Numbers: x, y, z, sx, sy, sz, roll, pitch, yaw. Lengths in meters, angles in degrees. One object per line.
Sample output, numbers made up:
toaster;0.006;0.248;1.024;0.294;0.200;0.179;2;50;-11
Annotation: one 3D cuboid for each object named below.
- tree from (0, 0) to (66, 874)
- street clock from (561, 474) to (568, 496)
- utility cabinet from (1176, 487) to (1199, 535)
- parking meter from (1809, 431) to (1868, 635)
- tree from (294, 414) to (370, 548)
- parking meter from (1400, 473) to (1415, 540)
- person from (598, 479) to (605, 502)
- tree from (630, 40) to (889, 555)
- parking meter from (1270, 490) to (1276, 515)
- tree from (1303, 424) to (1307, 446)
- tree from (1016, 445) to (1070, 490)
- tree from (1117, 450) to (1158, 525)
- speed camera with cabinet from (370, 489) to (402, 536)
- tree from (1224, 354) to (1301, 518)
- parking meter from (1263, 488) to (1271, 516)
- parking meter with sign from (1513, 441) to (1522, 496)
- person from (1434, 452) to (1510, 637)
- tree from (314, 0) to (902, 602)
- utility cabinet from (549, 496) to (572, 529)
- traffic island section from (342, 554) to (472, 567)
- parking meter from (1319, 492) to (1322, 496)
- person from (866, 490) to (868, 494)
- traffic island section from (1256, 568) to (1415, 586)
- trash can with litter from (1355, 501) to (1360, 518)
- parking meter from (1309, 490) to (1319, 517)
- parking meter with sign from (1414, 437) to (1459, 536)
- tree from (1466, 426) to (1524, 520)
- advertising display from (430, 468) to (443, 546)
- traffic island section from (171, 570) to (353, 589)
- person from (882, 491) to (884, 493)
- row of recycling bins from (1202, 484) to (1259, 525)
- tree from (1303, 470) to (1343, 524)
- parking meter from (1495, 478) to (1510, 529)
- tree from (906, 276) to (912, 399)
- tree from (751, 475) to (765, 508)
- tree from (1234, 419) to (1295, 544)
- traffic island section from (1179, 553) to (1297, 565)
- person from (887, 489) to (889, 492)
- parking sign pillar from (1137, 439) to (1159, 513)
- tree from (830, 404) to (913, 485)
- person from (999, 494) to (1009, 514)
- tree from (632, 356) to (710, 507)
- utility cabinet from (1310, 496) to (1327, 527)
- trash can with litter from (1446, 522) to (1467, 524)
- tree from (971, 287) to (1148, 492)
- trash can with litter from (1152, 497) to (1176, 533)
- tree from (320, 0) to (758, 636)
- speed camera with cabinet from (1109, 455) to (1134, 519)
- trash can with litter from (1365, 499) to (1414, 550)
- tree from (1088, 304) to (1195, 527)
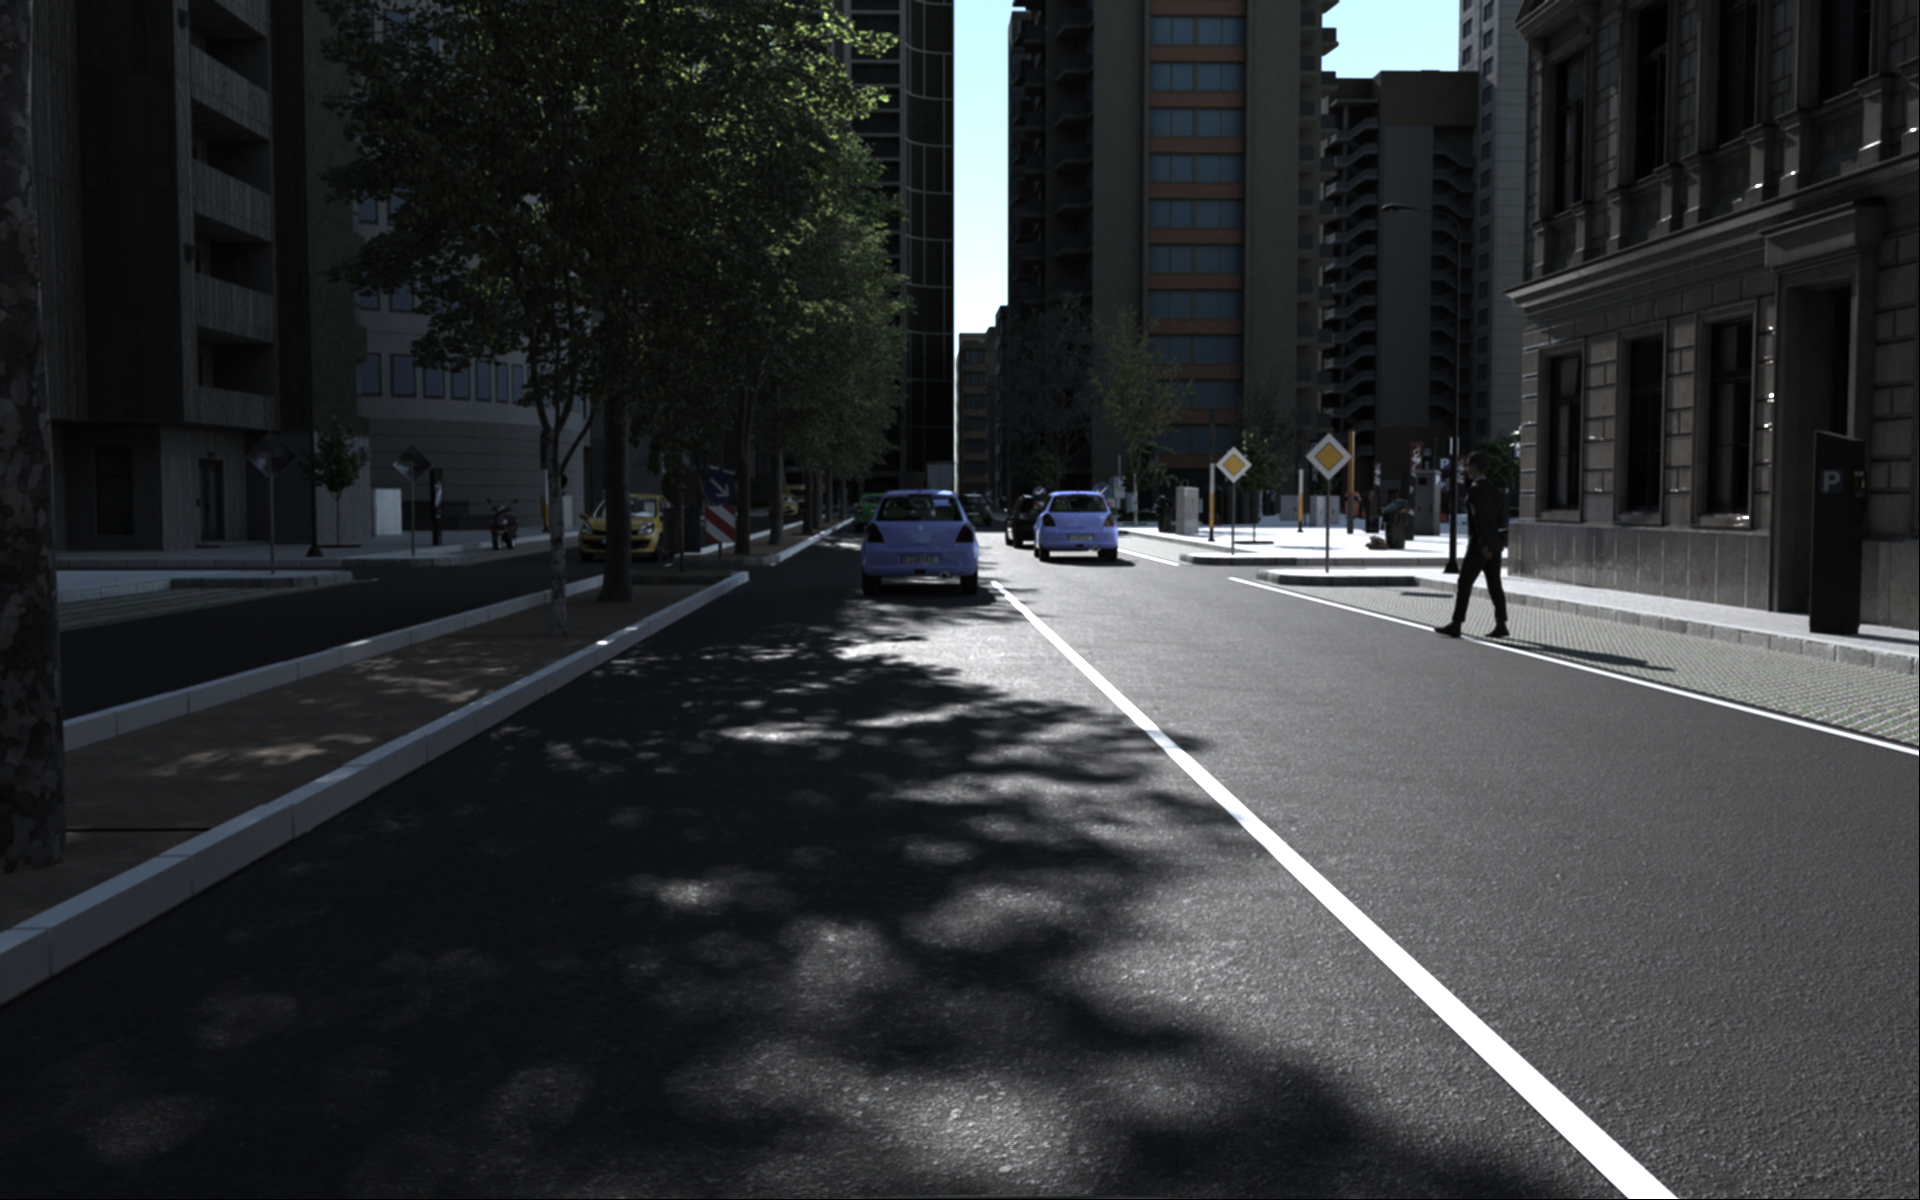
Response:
tree;-4.920;-9.084;6.869;12.611;20.169;13.585;0;3;0
street clock;-14.221;-3.492;61.666;0.471;2.002;0.358;0;4;4
utility cabinet;7.102;-2.774;54.034;0.318;1.500;1.173;2;4;30
parking meter;8.076;-0.624;15.920;0.255;1.863;0.399;-2;4;-35
tree;-15.149;-2.881;41.712;1.663;3.219;1.824;0;3;0
parking meter;12.433;-2.595;48.135;0.255;1.863;0.399;3;5;44
person;-8.567;-2.051;42.135;0.767;1.812;0.694;0;4;-5
tree;-4.902;-6.806;39.491;9.928;11.665;9.643;0;3;0
parking meter;18.926;-5.896;104.804;0.372;1.533;0.369;0;3;0
tree;19.632;-9.749;109.759;4.360;8.622;3.978;0;3;0
tree;5.490;-7.916;113.146;4.285;4.588;4.351;0;3;0
tree;7.226;-4.763;72.473;1.663;3.219;1.824;0;3;0
speed camera with cabinet;-17.992;-3.561;52.555;0.660;3.252;2.038;3;4;37
tree;16.025;-8.676;92.208;4.360;8.622;3.978;0;3;0
parking meter;18.083;-5.889;101.998;0.399;1.863;0.255;-1;4;-22
parking meter with sign;18.521;-3.674;56.328;0.543;3.016;1.738;0;4;-1
person;5.129;-0.550;17.264;0.659;1.850;0.755;-3;5;-42
tree;-4.669;-6.266;23.042;7.486;12.596;7.792;0;3;0
utility cabinet;-14.653;-3.202;63.518;0.306;1.237;1.020;2;4;26
traffic island section;-11.262;-0.815;35.610;2.009;0.180;2.903;0;4;-2
parking meter;22.385;-6.241;107.755;0.255;1.863;0.399;2;4;23
person;-9.947;-10.866;186.182;1.348;1.821;0.705;1;4;15
traffic island section;5.999;-0.363;28.217;2.009;0.180;2.903;0;4;-2
trash can with litter;21.475;-5.002;93.164;0.624;1.170;1.055;-3;5;-41
parking meter;19.424;-5.481;95.330;0.255;1.863;0.399;2;4;35
parking meter with sign;14.538;-3.519;53.802;1.738;3.016;0.543;3;5;44
tree;26.566;-6.204;85.142;4.285;4.588;4.351;0;3;0
advertising display;-13.124;-2.338;43.435;0.123;1.923;0.974;0;4;-6
traffic island section;-10.983;-0.327;27.630;2.009;0.180;2.903;0;4;-2
person;-7.991;-10.376;178.860;1.217;1.743;0.721;-1;4;-19
row of recycling bins;11.663;-4.107;74.267;1.069;1.692;3.534;3;5;44
tree;15.551;-4.894;74.614;1.663;3.219;1.824;0;3;0
parking meter;20.013;-3.551;63.770;0.399;1.863;0.255;-3;4;-37
tree;-5.281;-7.844;48.837;7.486;12.596;7.792;0;3;0
tree;-18.484;-9.923;156.835;1.663;3.219;1.824;0;3;0
tree;7.581;-3.067;44.743;1.663;3.219;1.824;0;3;0
traffic island section;5.720;-0.851;36.197;2.009;0.180;2.903;0;4;-2
person;-5.928;-8.107;140.911;0.709;1.838;0.599;3;4;36
parking sign pillar;9.325;-5.973;86.124;1.447;3.967;1.447;-2;4;-33
tree;-6.956;-10.140;102.666;8.767;10.594;7.601;0;4;-2
person;3.167;-6.886;124.271;0.799;1.438;0.628;0;4;7
tree;-15.495;-8.758;93.556;4.360;8.622;3.978;0;3;0
utility cabinet;13.987;-3.469;67.878;0.306;1.237;1.020;2;4;27
trash can with litter;21.856;-3.858;74.136;2.233;1.210;1.678;0;4;1
tree;5.788;-11.700;101.660;12.009;13.543;11.850;0;3;0
trash can with litter;6.968;-2.835;57.746;1.055;1.170;0.624;-3;5;-40
tree;-3.999;-3.924;16.982;4.737;8.622;4.395;0;3;0
speed camera with cabinet;8.611;-5.763;88.563;2.038;3.252;0.660;-2;4;-27
trash can with litter;9.936;-1.755;40.084;1.055;1.170;0.624;-2;4;-31
tree;6.859;-7.127;66.884;4.737;8.622;4.395;0;3;0
